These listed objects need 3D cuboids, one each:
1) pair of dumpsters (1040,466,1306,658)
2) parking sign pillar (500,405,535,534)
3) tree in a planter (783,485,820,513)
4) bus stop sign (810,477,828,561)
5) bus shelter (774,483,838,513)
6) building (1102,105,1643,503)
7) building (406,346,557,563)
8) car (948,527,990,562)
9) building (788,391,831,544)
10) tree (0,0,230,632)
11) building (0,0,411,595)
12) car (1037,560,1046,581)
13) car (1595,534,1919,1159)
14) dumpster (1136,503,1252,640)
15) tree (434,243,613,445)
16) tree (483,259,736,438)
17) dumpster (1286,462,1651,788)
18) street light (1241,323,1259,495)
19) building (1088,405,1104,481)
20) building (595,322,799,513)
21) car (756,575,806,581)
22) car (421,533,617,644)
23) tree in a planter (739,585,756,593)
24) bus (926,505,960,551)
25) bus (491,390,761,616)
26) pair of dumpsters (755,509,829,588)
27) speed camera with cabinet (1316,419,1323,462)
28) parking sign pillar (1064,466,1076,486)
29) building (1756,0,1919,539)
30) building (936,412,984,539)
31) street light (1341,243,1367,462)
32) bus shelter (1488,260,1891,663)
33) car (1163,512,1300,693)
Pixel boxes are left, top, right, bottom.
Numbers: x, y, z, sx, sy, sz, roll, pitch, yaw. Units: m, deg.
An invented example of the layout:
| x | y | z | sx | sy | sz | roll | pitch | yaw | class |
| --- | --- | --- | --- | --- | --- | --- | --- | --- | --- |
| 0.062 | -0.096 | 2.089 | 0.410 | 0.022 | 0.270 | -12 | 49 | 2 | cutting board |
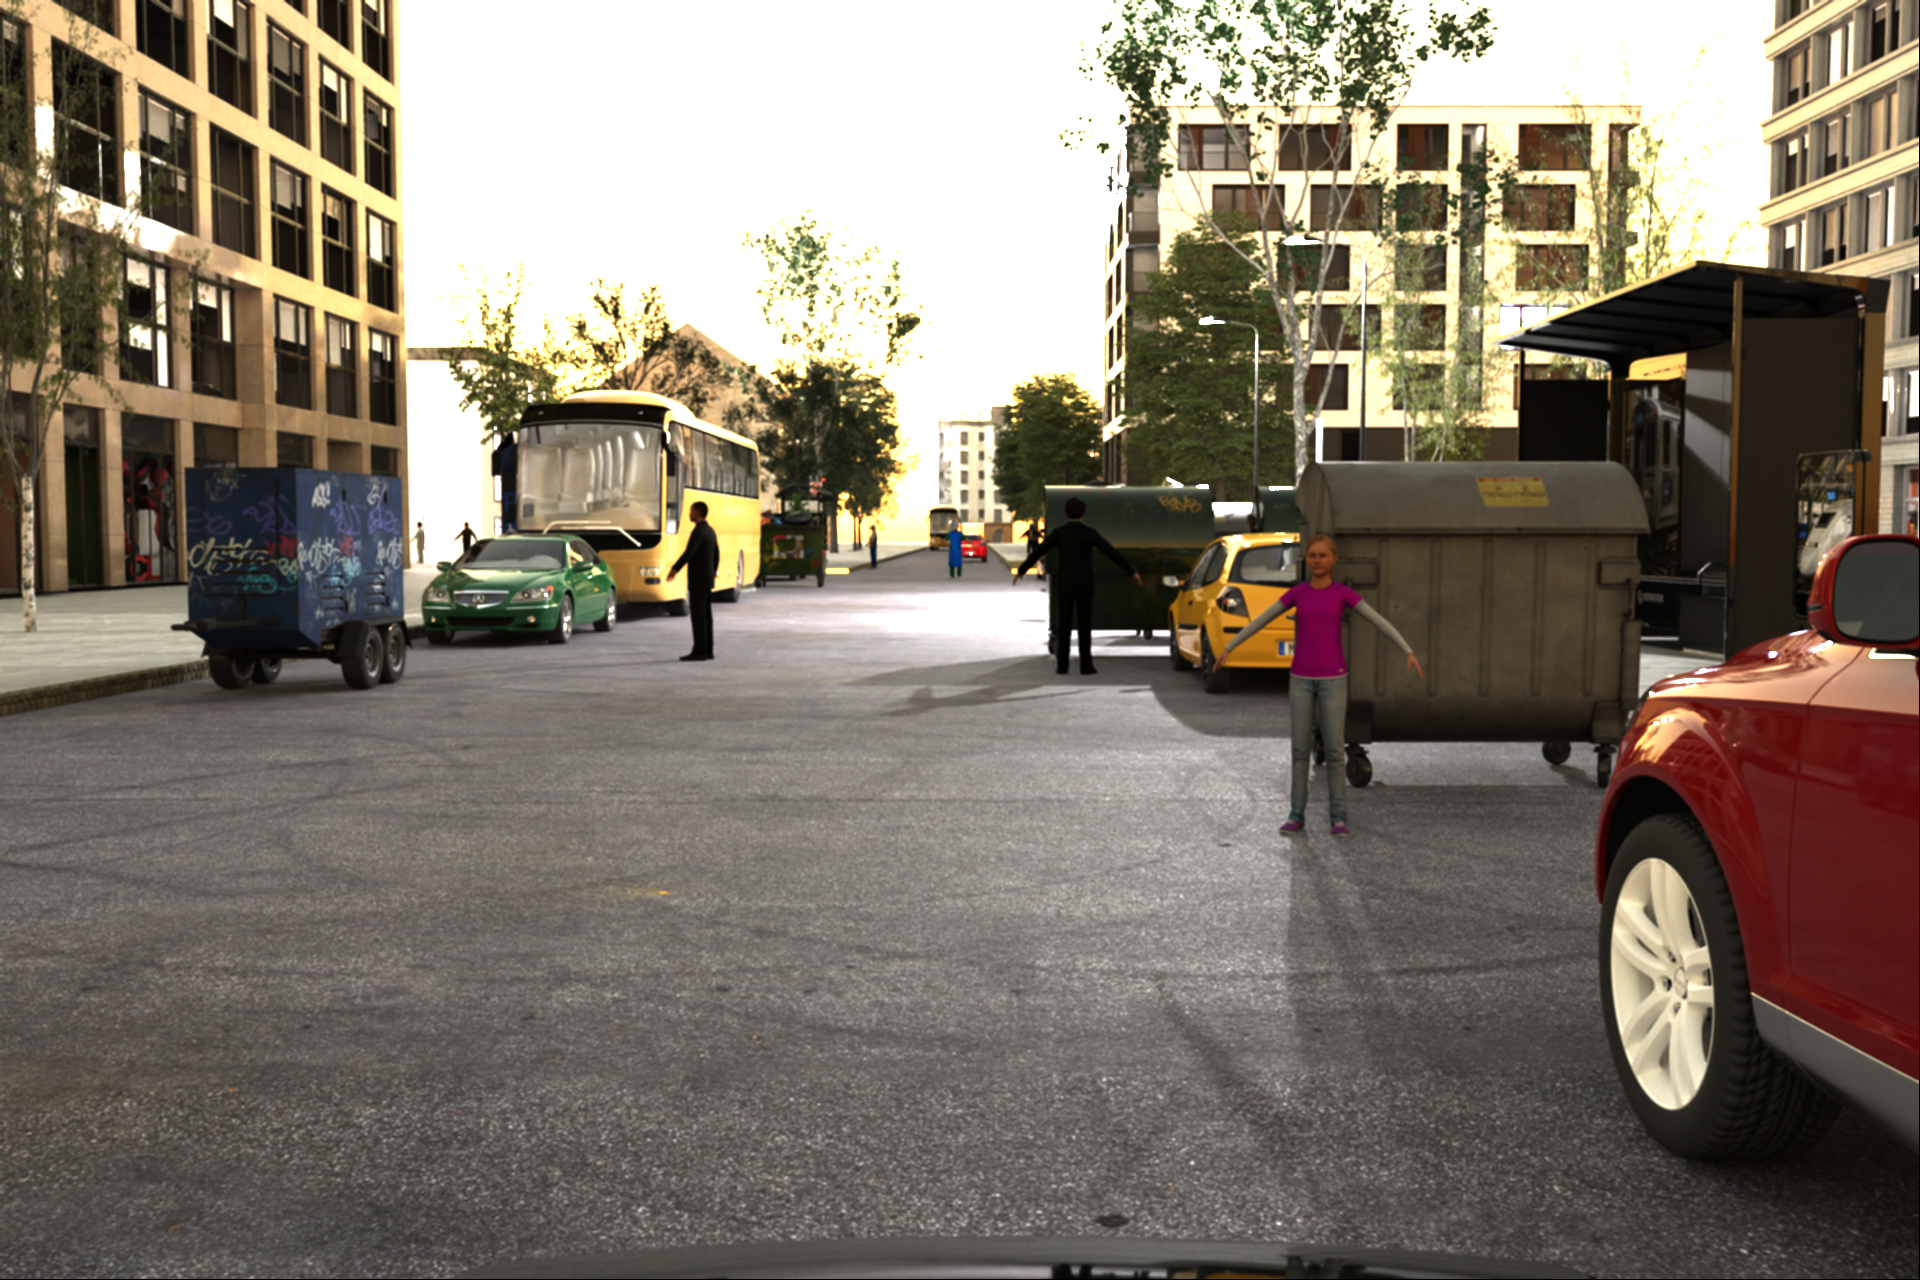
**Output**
| x | y | z | sx | sy | sz | roll | pitch | yaw | class |
| --- | --- | --- | --- | --- | --- | --- | --- | --- | --- |
| 3.145 | -0.931 | 20.168 | 4.436 | 2.255 | 1.574 | 0 | 4 | 1 | pair of dumpsters |
| -9.042 | -2.878 | 35.526 | 1.447 | 3.967 | 1.447 | 0 | 4 | 0 | parking sign pillar |
| -5.931 | -4.043 | 63.323 | 1.991 | 3.239 | 1.994 | 0 | 4 | 1 | tree in a planter |
| -6.604 | -5.654 | 81.139 | 0.855 | 3.939 | 0.416 | 0 | 3 | 0 | bus stop sign |
| -6.324 | -4.766 | 71.841 | 2.014 | 3.302 | 5.546 | 0 | 4 | 2 | bus shelter |
| 21.963 | -15.608 | 99.165 | 27.936 | 21.610 | 32.646 | 0 | 3 | 0 | building |
| -25.849 | -9.145 | 91.665 | 9.099 | 9.664 | 28.070 | 0 | 4 | 0 | building |
| 0.462 | -4.884 | 88.890 | 2.155 | 1.783 | 4.494 | 0 | 4 | -1 | car |
| -25.761 | -22.157 | 228.723 | 16.747 | 18.905 | 31.486 | 0 | 4 | 0 | building |
| -12.339 | -4.401 | 22.314 | 4.360 | 8.622 | 3.978 | 0 | 3 | 0 | tree |
| -28.202 | -14.521 | 40.628 | 19.350 | 26.588 | 34.151 | 0 | 4 | 0 | building |
| 3.421 | -2.565 | 54.302 | 2.083 | 1.381 | 4.827 | 0 | 4 | -1 | car |
| 2.642 | 0.384 | 2.388 | 2.281 | 1.827 | 5.304 | 0 | 4 | -1 | car |
| 3.240 | -0.964 | 23.975 | 1.865 | 1.857 | 1.264 | 0 | 4 | -1 | dumpster |
| -11.423 | -5.765 | 44.623 | 4.737 | 8.622 | 4.395 | 0 | 3 | 0 | tree |
| -12.127 | -7.659 | 59.630 | 8.767 | 10.594 | 7.601 | -1 | 4 | -14 | tree |
| 2.948 | -0.124 | 10.247 | 1.865 | 1.857 | 1.264 | 0 | 3 | 0 | dumpster |
| 6.916 | -3.957 | 37.230 | 1.470 | 5.913 | 1.316 | 0 | 4 | 1 | street light |
| 26.425 | -23.832 | 220.588 | 19.493 | 23.208 | 18.063 | 0 | 4 | 1 | building |
| -28.033 | -21.888 | 188.791 | 19.493 | 23.208 | 18.063 | 0 | 4 | 1 | building |
| -5.825 | -2.698 | 54.342 | 2.015 | 1.641 | 3.980 | 0 | 4 | 1 | car |
| -6.031 | -0.754 | 24.128 | 2.131 | 1.459 | 4.920 | 0 | 4 | 0 | car |
| -6.116 | -2.797 | 42.952 | 1.991 | 3.239 | 1.994 | 0 | 4 | 0 | tree in a planter |
| -1.391 | -9.850 | 152.599 | 2.896 | 3.916 | 12.252 | 0 | 4 | 0 | bus |
| -5.872 | -2.559 | 33.391 | 2.896 | 3.916 | 12.252 | 0 | 4 | 1 | bus |
| -5.776 | -2.550 | 46.636 | 4.436 | 2.255 | 1.574 | 0 | 3 | 0 | pair of dumpsters |
| 6.347 | -2.128 | 29.125 | 0.660 | 3.252 | 2.038 | 0 | 4 | 1 | speed camera with cabinet |
| 4.384 | -4.954 | 69.472 | 1.447 | 3.967 | 1.447 | 0 | 4 | 0 | parking sign pillar |
| 25.523 | -11.731 | 38.486 | 8.464 | 21.280 | 15.925 | 0 | 4 | 1 | building |
| -3.305 | -24.514 | 259.687 | 11.380 | 20.090 | 16.016 | 0 | 4 | 6 | building |
| 6.843 | -3.336 | 27.091 | 1.470 | 5.913 | 1.316 | 0 | 4 | 0 | street light |
| 7.202 | -1.632 | 17.968 | 1.731 | 3.624 | 6.357 | 0 | 4 | 1 | bus shelter |
| 3.056 | -0.414 | 16.997 | 2.015 | 1.641 | 3.980 | 0 | 4 | 1 | car |
